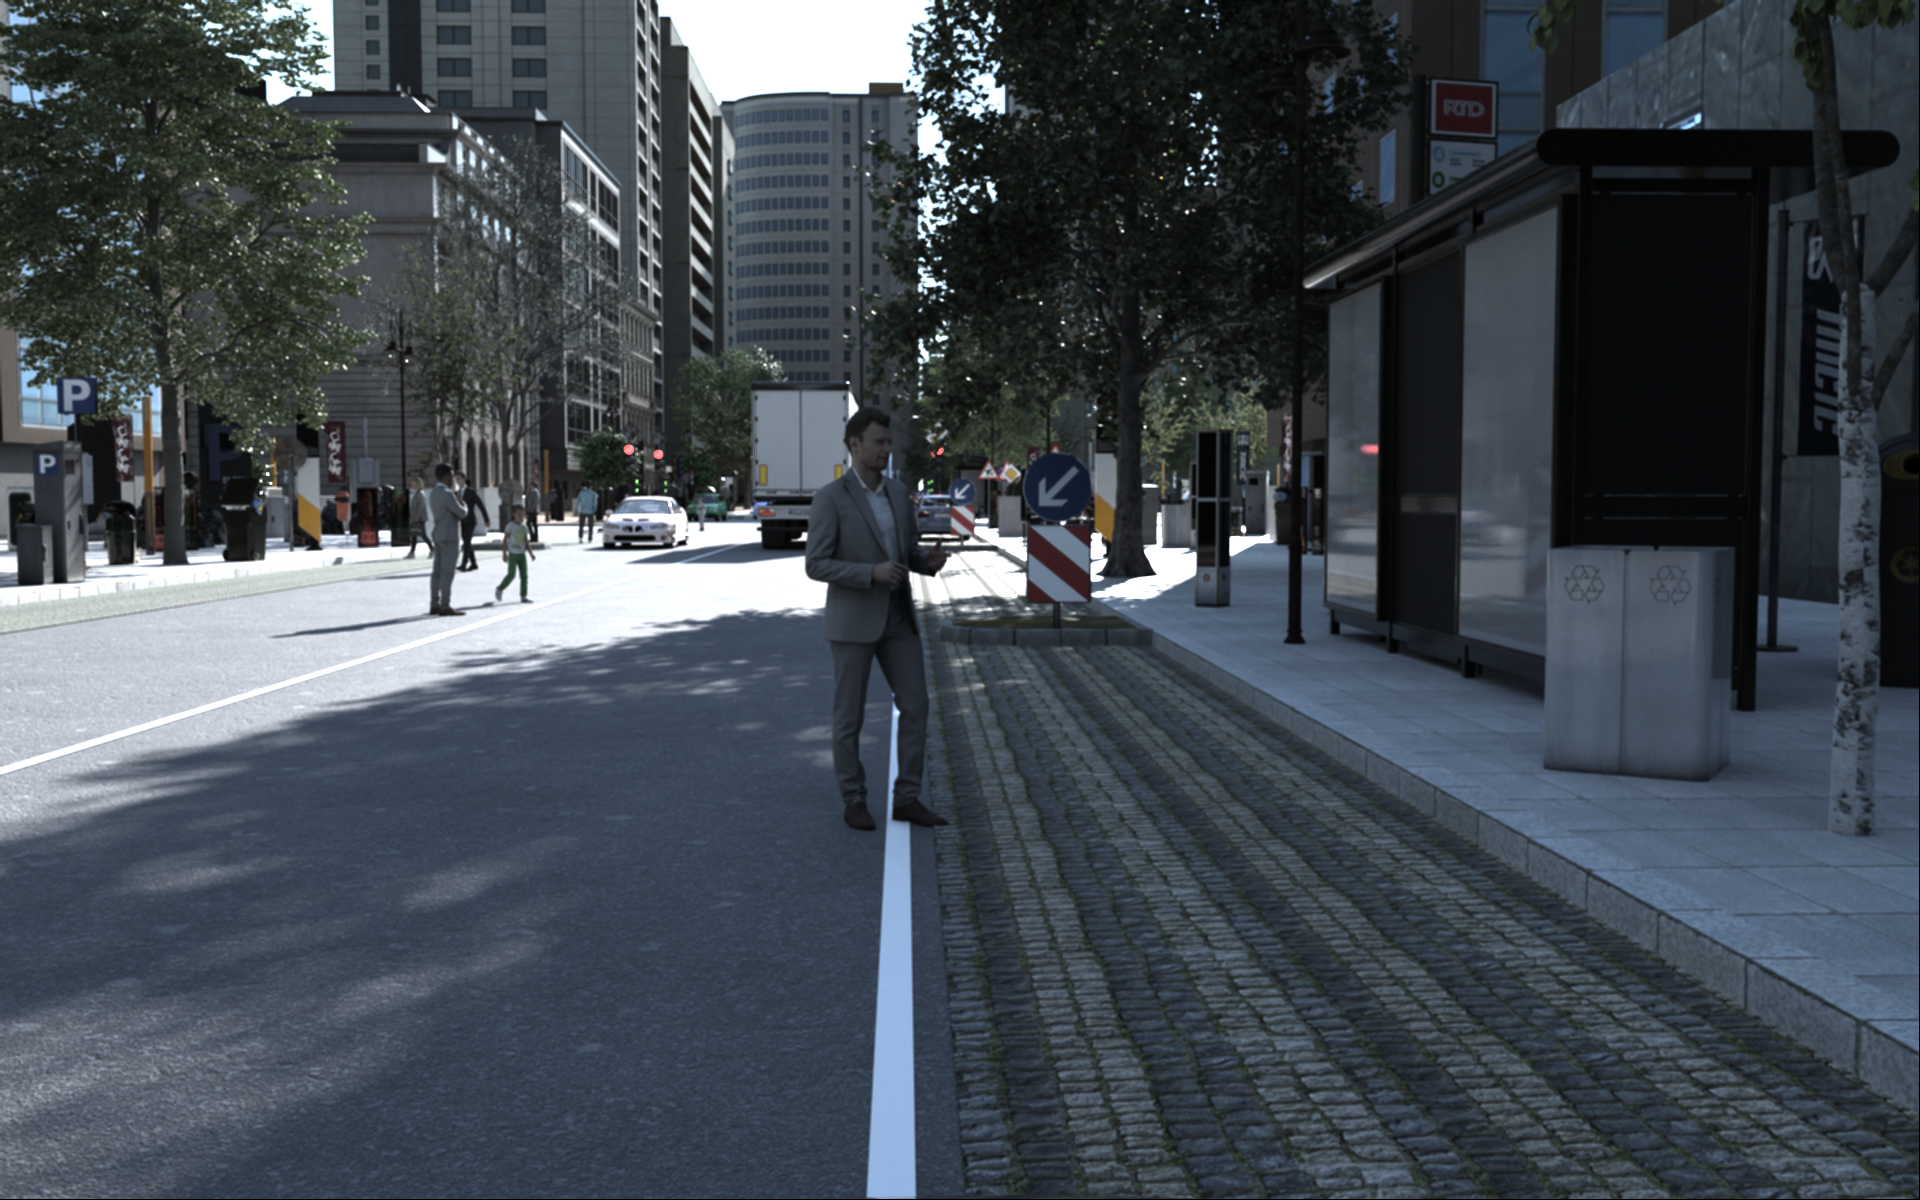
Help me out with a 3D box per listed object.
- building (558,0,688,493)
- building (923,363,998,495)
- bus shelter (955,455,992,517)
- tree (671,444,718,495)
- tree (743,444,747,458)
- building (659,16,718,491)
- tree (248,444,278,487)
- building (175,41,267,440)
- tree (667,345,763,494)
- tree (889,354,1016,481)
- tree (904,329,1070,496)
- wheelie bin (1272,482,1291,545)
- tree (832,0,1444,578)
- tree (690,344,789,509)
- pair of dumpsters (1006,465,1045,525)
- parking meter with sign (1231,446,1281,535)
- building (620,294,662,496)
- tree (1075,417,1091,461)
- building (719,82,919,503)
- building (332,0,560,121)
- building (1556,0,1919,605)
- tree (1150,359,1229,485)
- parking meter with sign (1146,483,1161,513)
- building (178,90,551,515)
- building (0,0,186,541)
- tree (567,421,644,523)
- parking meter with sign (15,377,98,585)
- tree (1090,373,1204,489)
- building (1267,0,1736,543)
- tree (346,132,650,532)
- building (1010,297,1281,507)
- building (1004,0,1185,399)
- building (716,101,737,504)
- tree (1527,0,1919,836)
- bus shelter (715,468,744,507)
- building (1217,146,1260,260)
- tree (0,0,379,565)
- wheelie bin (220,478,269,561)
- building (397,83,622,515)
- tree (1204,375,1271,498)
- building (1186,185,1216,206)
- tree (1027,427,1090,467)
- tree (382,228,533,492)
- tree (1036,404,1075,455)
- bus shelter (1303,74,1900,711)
[{"bbox_3d":[-36.065,-44.049,158.450,20.563,71.187,20.611,0,4,-2],"label":"building"},{"bbox_3d":[9.089,-25.149,256.229,28.899,21.520,27.650,0,4,-2],"label":"building"},{"bbox_3d":[0.848,-6.050,92.849,2.014,3.302,5.546,0,4,-2],"label":"bus shelter"},{"bbox_3d":[-17.286,-7.928,113.340,4.285,4.588,4.351,0,3,0],"label":"tree"},{"bbox_3d":[-19.190,-17.337,193.827,12.009,13.543,11.850,0,3,0],"label":"tree"},{"bbox_3d":[-37.522,-34.057,180.536,21.300,48.544,21.600,0,4,-2],"label":"building"},{"bbox_3d":[-24.424,-3.974,59.575,1.663,3.219,1.824,0,3,0],"label":"tree"},{"bbox_3d":[-44.802,-15.737,86.986,15.834,23.373,12.332,0,4,-2],"label":"building"},{"bbox_3d":[-16.682,-11.906,120.418,9.928,11.665,9.643,0,3,0],"label":"tree"},{"bbox_3d":[-0.434,-13.804,136.060,12.009,13.543,11.850,0,3,0],"label":"tree"},{"bbox_3d":[1.763,-10.042,82.308,7.486,12.596,7.792,0,3,0],"label":"tree"},{"bbox_3d":[8.255,-2.189,43.704,0.693,1.594,0.980,1,4,17],"label":"wheelie bin"},{"bbox_3d":[2.723,-6.719,26.866,9.611,12.733,9.660,0,3,0],"label":"tree"},{"bbox_3d":[-18.262,-14.795,148.555,9.857,13.997,8.962,0,3,0],"label":"tree"},{"bbox_3d":[2.490,-3.508,59.845,1.574,2.255,4.437,0,4,-2],"label":"pair of dumpsters"},{"bbox_3d":[9.379,-3.573,54.673,1.738,3.016,0.543,2,4,24],"label":"parking meter with sign"},{"bbox_3d":[-30.470,-16.774,138.880,10.561,19.102,19.286,0,4,-2],"label":"building"},{"bbox_3d":[11.328,-10.886,128.346,4.360,8.622,3.978,0,3,0],"label":"tree"},{"bbox_3d":[-20.053,-43.343,250.650,28.212,58.520,21.231,0,4,-2],"label":"building"},{"bbox_3d":[-60.239,-46.911,205.238,20.611,71.187,20.563,0,4,-2],"label":"building"},{"bbox_3d":[21.558,-42.741,11.492,22.319,86.520,31.000,0,4,-2],"label":"building"},{"bbox_3d":[18.977,-13.746,142.871,7.486,12.596,7.792,0,3,0],"label":"tree"},{"bbox_3d":[13.104,-7.520,119.205,1.738,3.016,0.543,1,4,11],"label":"parking meter with sign"},{"bbox_3d":[-31.040,-15.373,93.154,13.314,21.916,24.055,0,4,-2],"label":"building"},{"bbox_3d":[-33.268,-24.501,50.704,14.200,45.320,14.600,0,4,-2],"label":"building"},{"bbox_3d":[-15.952,-5.771,78.062,4.285,4.588,4.351,0,3,0],"label":"tree"},{"bbox_3d":[-13.092,-1.762,25.076,0.543,3.016,1.738,0,4,-5],"label":"parking meter with sign"},{"bbox_3d":[10.238,-8.840,94.894,4.360,8.622,3.978,0,3,0],"label":"tree"},{"bbox_3d":[16.196,-24.038,43.136,14.600,45.320,14.200,0,4,-2],"label":"building"},{"bbox_3d":[-15.211,-9.038,58.146,12.009,13.543,11.850,0,3,0],"label":"tree"},{"bbox_3d":[19.614,-20.263,176.342,27.650,21.520,28.899,0,4,-2],"label":"building"},{"bbox_3d":[15.649,-40.466,203.617,21.231,58.520,28.212,0,4,-2],"label":"building"},{"bbox_3d":[-38.209,-35.608,205.887,21.600,48.544,21.300,0,4,-2],"label":"building"},{"bbox_3d":[3.194,-3.413,6.166,4.737,8.622,4.395,0,3,0],"label":"tree"},{"bbox_3d":[-18.417,-8.790,137.645,2.014,3.302,5.546,0,4,-2],"label":"bus shelter"},{"bbox_3d":[43.232,-35.837,209.644,21.600,48.544,21.300,0,4,-2],"label":"building"},{"bbox_3d":[-14.816,-6.925,31.351,7.486,12.596,7.792,0,3,0],"label":"tree"},{"bbox_3d":[-13.762,-1.553,33.298,0.980,1.594,0.693,1,4,10],"label":"wheelie bin"},{"bbox_3d":[-31.717,-19.783,116.955,14.314,27.812,24.014,0,4,-2],"label":"building"},{"bbox_3d":[16.114,-8.941,96.541,4.360,8.622,3.978,0,3,0],"label":"tree"},{"bbox_3d":[31.522,-36.657,249.450,14.200,45.320,14.600,0,4,-2],"label":"building"},{"bbox_3d":[2.695,-3.421,50.541,1.663,3.219,1.824,0,3,0],"label":"tree"},{"bbox_3d":[-14.330,-6.023,48.846,4.360,8.622,3.978,0,3,0],"label":"tree"},{"bbox_3d":[8.198,-11.691,141.516,4.360,8.622,3.978,0,3,0],"label":"tree"},{"bbox_3d":[4.233,-2.244,14.314,2.179,5.291,8.768,0,4,-2],"label":"bus shelter"}]
